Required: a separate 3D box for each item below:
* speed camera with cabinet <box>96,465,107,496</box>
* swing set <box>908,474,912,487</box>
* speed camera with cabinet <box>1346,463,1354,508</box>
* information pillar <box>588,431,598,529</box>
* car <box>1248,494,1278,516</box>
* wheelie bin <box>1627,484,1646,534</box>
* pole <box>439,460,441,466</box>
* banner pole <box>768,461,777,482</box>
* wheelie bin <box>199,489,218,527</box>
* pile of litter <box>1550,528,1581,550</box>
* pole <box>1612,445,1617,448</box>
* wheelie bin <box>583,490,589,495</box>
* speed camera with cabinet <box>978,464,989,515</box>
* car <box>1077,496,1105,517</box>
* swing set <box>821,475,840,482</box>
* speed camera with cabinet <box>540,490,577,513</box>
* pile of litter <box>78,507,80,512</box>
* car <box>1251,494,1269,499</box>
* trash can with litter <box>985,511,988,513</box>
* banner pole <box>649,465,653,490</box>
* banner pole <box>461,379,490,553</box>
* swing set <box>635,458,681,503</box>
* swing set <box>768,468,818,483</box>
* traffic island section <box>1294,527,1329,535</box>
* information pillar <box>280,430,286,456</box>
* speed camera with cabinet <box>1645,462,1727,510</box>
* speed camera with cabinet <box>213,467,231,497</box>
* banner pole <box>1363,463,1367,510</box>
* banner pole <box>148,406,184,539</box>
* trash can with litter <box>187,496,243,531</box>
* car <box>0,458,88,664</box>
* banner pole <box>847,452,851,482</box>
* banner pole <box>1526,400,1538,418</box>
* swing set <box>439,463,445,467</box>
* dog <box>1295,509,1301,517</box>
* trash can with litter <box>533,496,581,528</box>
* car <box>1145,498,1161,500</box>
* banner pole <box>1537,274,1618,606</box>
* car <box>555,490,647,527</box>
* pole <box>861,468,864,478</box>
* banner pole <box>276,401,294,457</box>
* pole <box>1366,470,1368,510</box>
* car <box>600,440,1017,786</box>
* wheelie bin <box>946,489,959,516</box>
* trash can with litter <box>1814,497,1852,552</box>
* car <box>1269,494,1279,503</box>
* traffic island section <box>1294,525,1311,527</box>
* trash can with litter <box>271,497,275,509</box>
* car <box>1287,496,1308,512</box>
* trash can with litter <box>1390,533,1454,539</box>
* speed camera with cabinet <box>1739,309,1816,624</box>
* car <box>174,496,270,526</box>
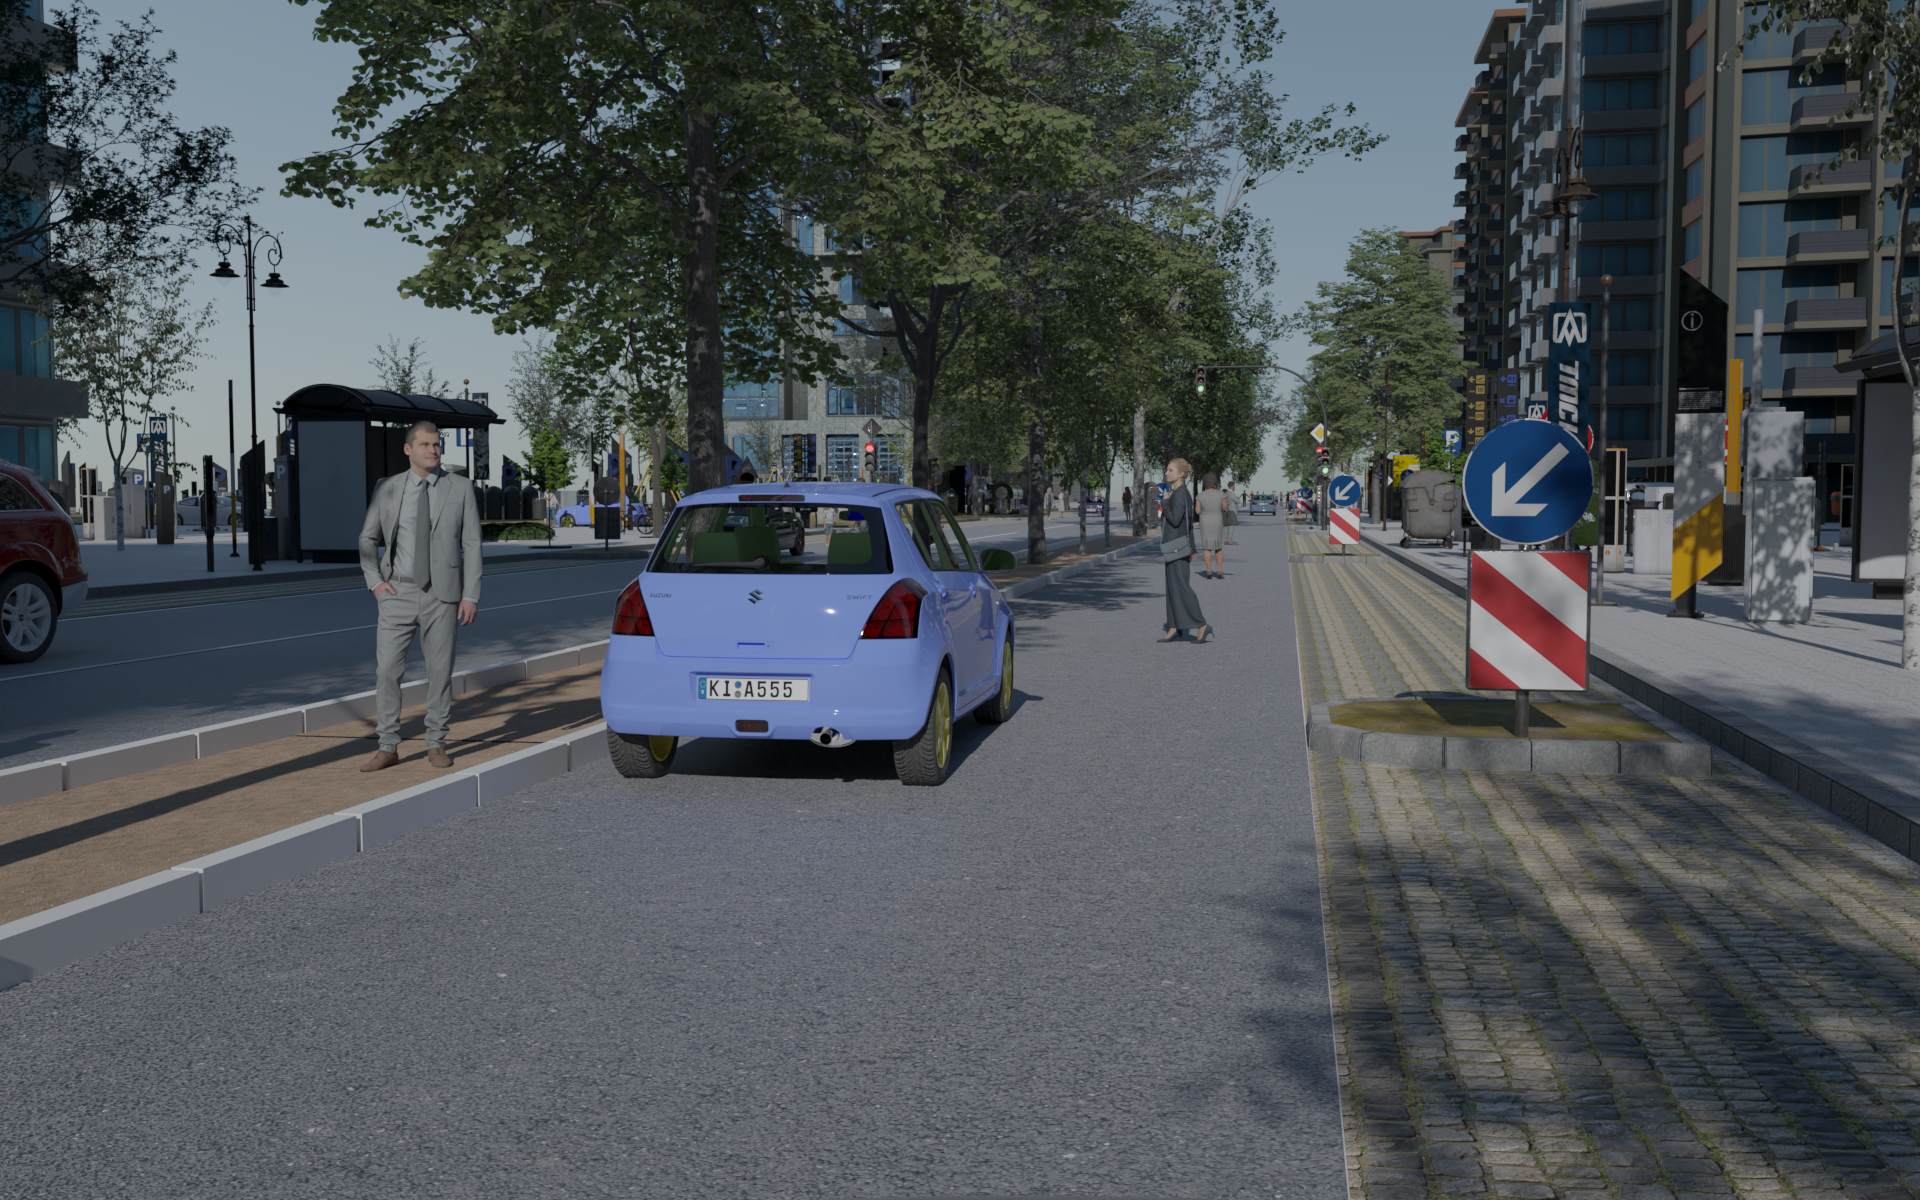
[{"bbox_3d":[-58.834,-7.624,118.988,0.660,3.252,2.038,1,4,22],"label":"speed camera with cabinet"},{"bbox_3d":[-3.110,-9.156,147.315,3.119,2.851,2.862,1,4,16],"label":"swing set"},{"bbox_3d":[24.627,-7.063,109.818,0.660,3.252,2.038,1,4,18],"label":"speed camera with cabinet"},{"bbox_3d":[-13.753,-4.481,64.626,0.183,3.616,0.504,-2,4,-24],"label":"information pillar"},{"bbox_3d":[20.198,-6.325,115.421,2.014,1.417,4.499,1,4,10],"label":"car"},{"bbox_3d":[21.874,-2.927,55.764,0.693,1.594,0.980,0,4,1],"label":"wheelie bin"},{"bbox_3d":[-28.460,-6.172,94.755,0.158,3.312,0.155,0,3,0],"label":"pole"},{"bbox_3d":[-14.124,-8.570,130.131,0.863,3.779,0.401,-1,4,-13],"label":"banner pole"},{"bbox_3d":[-29.148,-3.627,67.205,0.693,1.594,0.980,-2,4,-26],"label":"wheelie bin"},{"bbox_3d":[10.085,-0.970,29.823,1.719,0.858,1.176,-3,4,-38],"label":"pile of litter"},{"bbox_3d":[26.987,-4.749,71.485,0.158,3.312,0.155,0,3,0],"label":"pole"},{"bbox_3d":[-31.167,-8.393,145.134,0.980,1.594,0.693,-2,4,-23],"label":"wheelie bin"},{"bbox_3d":[1.331,-6.990,108.623,0.660,3.252,2.038,1,4,13],"label":"speed camera with cabinet"},{"bbox_3d":[8.452,-5.937,109.651,1.945,1.354,3.894,1,4,9],"label":"car"},{"bbox_3d":[-11.269,-8.933,143.679,2.862,2.851,3.119,3,4,37],"label":"swing set"},{"bbox_3d":[-20.102,-5.651,86.725,0.660,3.252,2.038,2,4,30],"label":"speed camera with cabinet"},{"bbox_3d":[-61.017,-6.572,121.416,1.176,0.858,1.719,2,4,35],"label":"pile of litter"},{"bbox_3d":[28.679,-9.316,164.112,2.131,1.459,4.920,1,4,9],"label":"car"},{"bbox_3d":[2.082,-6.531,117.836,1.678,1.210,2.233,-1,4,-15],"label":"trash can with litter"},{"bbox_3d":[-22.991,-8.560,129.972,0.401,3.779,0.863,3,5,44],"label":"banner pole"},{"bbox_3d":[-10.529,-2.914,37.656,0.863,3.779,0.401,2,4,28],"label":"banner pole"},{"bbox_3d":[-13.392,-4.836,76.696,2.862,2.851,3.119,0,4,-4],"label":"swing set"},{"bbox_3d":[-10.583,-6.554,104.776,2.862,2.851,3.119,1,4,16],"label":"swing set"},{"bbox_3d":[12.835,-2.366,60.963,2.009,0.180,2.903,1,4,11],"label":"traffic island section"},{"bbox_3d":[-21.565,-3.937,55.725,0.504,3.616,0.183,-1,4,-16],"label":"information pillar"},{"bbox_3d":[17.484,-2.884,41.482,2.038,3.252,0.660,-1,4,-10],"label":"speed camera with cabinet"},{"bbox_3d":[-55.350,-8.263,129.430,0.660,3.252,2.038,1,4,20],"label":"speed camera with cabinet"},{"bbox_3d":[32.904,-9.211,140.608,0.401,3.779,0.863,1,4,23],"label":"banner pole"},{"bbox_3d":[-22.582,-3.623,49.249,0.863,3.779,0.401,-1,4,-23],"label":"banner pole"},{"bbox_3d":[-26.064,-3.016,60.374,1.678,1.210,2.233,0,4,-2],"label":"trash can with litter"},{"bbox_3d":[-9.177,-0.288,13.388,2.281,1.827,5.304,1,4,11],"label":"car"},{"bbox_3d":[-6.543,-6.856,102.116,0.401,3.779,0.863,1,4,9],"label":"banner pole"},{"bbox_3d":[13.681,-3.097,40.650,0.863,3.779,0.401,1,4,16],"label":"banner pole"},{"bbox_3d":[-26.744,-5.401,85.922,2.862,2.851,3.119,2,4,27],"label":"swing set"},{"bbox_3d":[20.744,-5.319,106.247,0.540,0.507,0.406,2,4,30],"label":"dog"},{"bbox_3d":[-15.556,-3.344,65.731,2.233,1.210,1.678,-1,4,-9],"label":"trash can with litter"},{"bbox_3d":[10.333,-5.161,93.178,1.959,1.807,4.718,1,4,11],"label":"car"},{"bbox_3d":[7.142,-1.827,19.883,0.863,3.779,0.401,1,4,8],"label":"banner pole"},{"bbox_3d":[-14.765,-3.761,71.080,3.694,1.707,1.945,1,4,9],"label":"car"},{"bbox_3d":[-7.722,-8.745,136.816,0.158,3.312,0.155,0,3,0],"label":"pole"},{"bbox_3d":[-18.078,-3.464,46.656,0.863,3.779,0.401,-2,4,-29],"label":"banner pole"},{"bbox_3d":[32.728,-8.878,138.998,0.158,3.312,0.155,0,3,0],"label":"pole"},{"bbox_3d":[-0.688,-0.019,9.907,1.945,1.707,3.694,1,4,9],"label":"car"},{"bbox_3d":[-0.467,-5.687,100.890,0.693,1.594,0.980,-1,4,-11],"label":"wheelie bin"},{"bbox_3d":[19.314,-1.731,39.359,1.678,1.210,2.233,0,4,0],"label":"trash can with litter"},{"bbox_3d":[47.920,-15.539,265.867,2.131,1.459,4.920,1,4,9],"label":"car"},{"bbox_3d":[14.298,-2.846,68.813,2.009,0.180,2.903,1,4,11],"label":"traffic island section"},{"bbox_3d":[-26.808,-3.379,66.299,2.233,1.210,1.678,-3,5,-40],"label":"trash can with litter"},{"bbox_3d":[27.552,-7.842,140.792,1.945,1.354,3.894,1,4,11],"label":"car"},{"bbox_3d":[13.616,-2.359,49.620,2.233,1.210,1.678,3,5,41],"label":"trash can with litter"},{"bbox_3d":[8.489,-1.446,17.973,0.660,3.252,2.038,1,4,22],"label":"speed camera with cabinet"},{"bbox_3d":[-31.465,-3.728,73.314,4.827,1.381,2.083,1,4,10],"label":"car"}]
